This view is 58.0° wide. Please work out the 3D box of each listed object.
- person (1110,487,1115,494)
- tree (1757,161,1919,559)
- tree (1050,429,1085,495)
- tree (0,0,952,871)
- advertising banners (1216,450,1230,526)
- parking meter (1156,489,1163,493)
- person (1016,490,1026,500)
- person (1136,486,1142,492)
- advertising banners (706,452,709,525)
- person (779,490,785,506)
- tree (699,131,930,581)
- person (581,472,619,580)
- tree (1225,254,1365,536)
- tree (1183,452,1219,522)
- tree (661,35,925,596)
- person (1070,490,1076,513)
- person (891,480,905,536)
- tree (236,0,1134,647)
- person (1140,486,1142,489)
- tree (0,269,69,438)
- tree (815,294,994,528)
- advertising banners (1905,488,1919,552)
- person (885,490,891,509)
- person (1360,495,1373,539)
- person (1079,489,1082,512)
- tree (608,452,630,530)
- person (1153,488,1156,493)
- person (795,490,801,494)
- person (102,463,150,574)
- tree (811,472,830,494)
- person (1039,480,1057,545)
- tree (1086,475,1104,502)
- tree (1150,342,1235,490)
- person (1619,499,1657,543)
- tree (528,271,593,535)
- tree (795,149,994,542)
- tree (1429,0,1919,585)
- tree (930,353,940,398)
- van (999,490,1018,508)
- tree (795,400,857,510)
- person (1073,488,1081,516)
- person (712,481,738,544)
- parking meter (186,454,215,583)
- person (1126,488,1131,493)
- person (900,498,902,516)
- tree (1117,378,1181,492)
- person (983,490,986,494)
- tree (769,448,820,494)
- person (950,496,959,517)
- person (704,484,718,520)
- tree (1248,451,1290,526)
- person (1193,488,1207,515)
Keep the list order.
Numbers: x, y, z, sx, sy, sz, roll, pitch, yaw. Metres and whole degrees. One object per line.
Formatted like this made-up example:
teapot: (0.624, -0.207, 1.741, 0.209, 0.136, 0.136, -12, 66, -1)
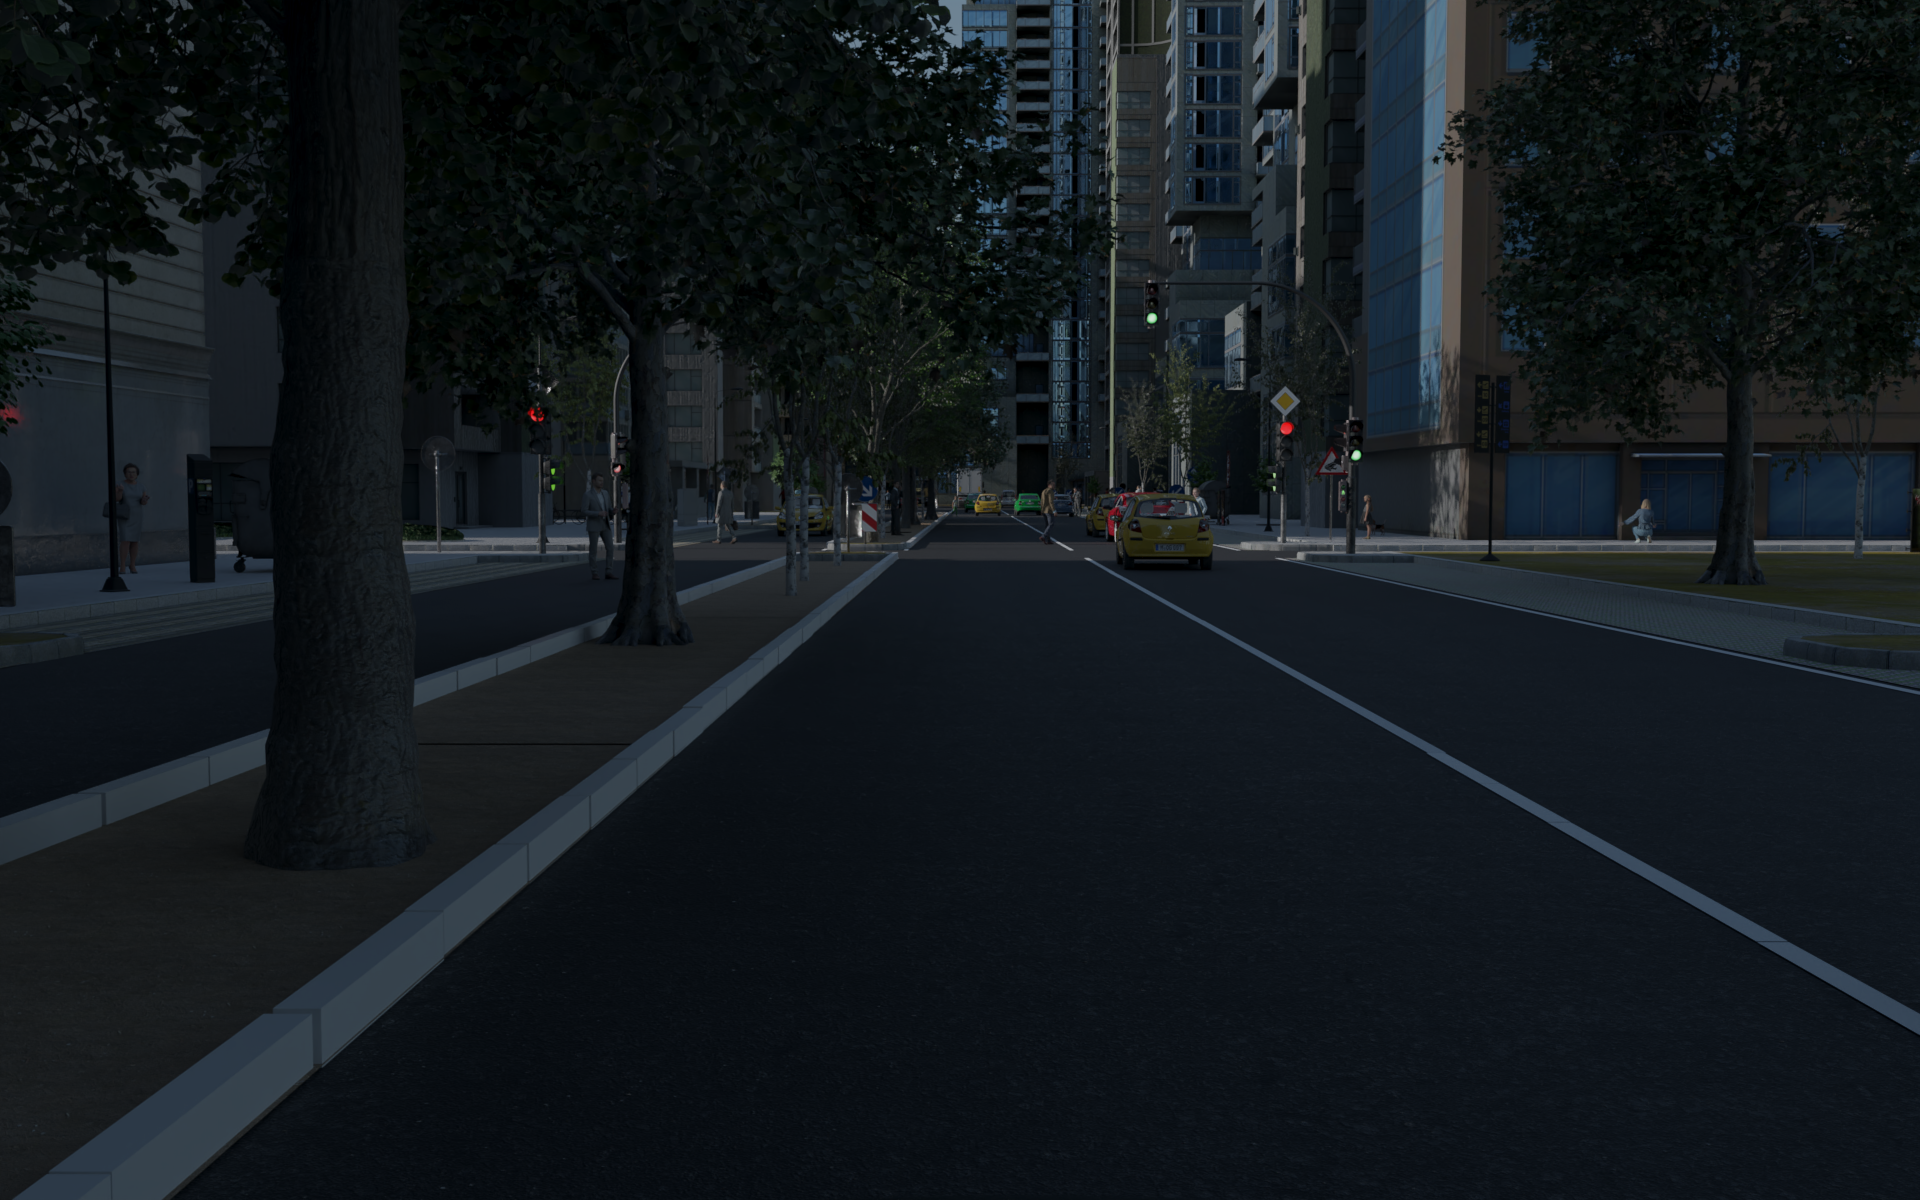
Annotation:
person: (6.117, -3.675, 69.596, 0.522, 1.701, 0.512, 2, 4, 27)
tree: (17.824, -5.137, 34.360, 4.360, 8.622, 3.978, 0, 3, 0)
tree: (12.067, -15.092, 197.115, 4.360, 8.622, 3.978, 0, 3, 0)
tree: (-2.478, -5.960, 6.562, 9.857, 13.997, 8.962, 0, 3, 0)
advertising banners: (10.627, -4.507, 69.880, 0.090, 3.025, 2.074, 0, 4, -5)
parking meter: (10.909, -5.271, 94.595, 0.372, 1.533, 0.369, 0, 3, 0)
person: (5.616, -8.924, 154.434, 1.348, 1.821, 0.705, 2, 4, 34)
person: (11.959, -6.661, 115.059, 0.679, 1.850, 0.850, -1, 4, -20)
advertising banners: (-10.620, -4.688, 72.844, 0.090, 3.025, 2.074, -1, 4, -9)
person: (-13.079, -7.526, 129.058, 1.348, 1.831, 0.705, 3, 5, 41)
tree: (-2.575, -4.625, 28.441, 4.360, 8.622, 3.978, 0, 3, 0)
person: (-5.990, -1.240, 28.969, 0.583, 1.804, 0.606, 3, 4, 36)
tree: (10.348, -6.238, 52.355, 4.360, 8.622, 3.978, 0, 3, 0)
tree: (10.946, -5.139, 78.630, 1.663, 3.219, 1.824, 0, 3, 0)
tree: (-2.331, -4.341, 23.800, 4.737, 8.622, 4.395, 0, 3, 0)
person: (8.644, -7.456, 131.126, 0.721, 1.735, 1.217, 3, 5, 39)
person: (-2.156, -3.166, 59.634, 0.474, 1.900, 0.648, 0, 4, -6)
tree: (-2.984, -5.930, 16.419, 9.611, 12.733, 9.660, 0, 3, 0)
person: (12.445, -6.918, 119.251, 0.767, 1.812, 0.694, 2, 4, 27)
tree: (-11.720, -2.162, 19.071, 4.285, 4.588, 4.351, 0, 3, 0)
tree: (-2.355, -9.254, 71.888, 7.486, 12.596, 7.792, 0, 3, 0)
advertising banners: (21.826, -2.544, 37.787, 2.074, 3.025, 0.090, 1, 4, 14)
person: (-6.962, -9.739, 167.718, 1.348, 1.826, 0.705, -2, 4, -27)
person: (11.537, -2.350, 49.131, 0.373, 1.253, 0.362, 1, 4, 20)
person: (9.392, -7.755, 135.433, 0.705, 1.807, 1.348, 0, 4, -4)
tree: (-11.898, -4.104, 61.707, 1.663, 3.219, 1.824, 0, 3, 0)
person: (13.956, -7.225, 124.887, 0.721, 1.736, 1.217, 2, 4, 24)
person: (-10.994, -6.843, 117.950, 0.660, 1.820, 0.620, -2, 4, -27)
person: (-13.371, -1.309, 27.796, 0.532, 1.782, 0.716, 3, 5, 44)
tree: (-10.677, -8.167, 128.132, 1.663, 3.219, 1.824, 0, 3, 0)
person: (2.513, -2.483, 49.001, 0.656, 1.842, 0.836, 2, 4, 32)
tree: (12.312, -9.992, 157.965, 1.663, 3.219, 1.824, 0, 3, 0)
tree: (10.918, -8.139, 83.432, 4.737, 8.622, 4.395, 0, 3, 0)
person: (17.821, -2.072, 45.425, 1.012, 1.151, 0.738, 1, 4, 9)
tree: (-11.742, -6.353, 54.238, 4.737, 8.622, 4.395, 0, 3, 0)
tree: (-2.372, -7.365, 48.627, 9.928, 11.665, 9.643, 0, 3, 0)
tree: (11.197, -6.579, 24.583, 9.611, 12.733, 9.660, 0, 3, 0)
tree: (-2.455, -4.991, 34.428, 4.360, 8.622, 3.978, 0, 3, 0)
van: (4.940, -10.291, 175.275, 2.013, 2.044, 4.112, 0, 4, 2)
tree: (-10.118, -12.618, 140.717, 7.601, 10.594, 8.767, 0, 4, 4)
person: (7.627, -6.400, 112.950, 0.447, 1.846, 0.655, -3, 5, -44)
person: (-6.771, -2.521, 49.814, 0.767, 1.812, 0.694, 2, 4, 35)
parking meter: (-10.992, -1.185, 25.085, 0.255, 1.863, 0.399, -3, 5, -42)
person: (12.577, -7.453, 128.577, 1.217, 1.739, 0.721, -2, 4, -32)
person: (-3.603, -6.194, 110.163, 0.834, 1.777, 0.661, 0, 4, 5)
tree: (11.641, -9.682, 108.671, 4.360, 8.622, 3.978, 0, 3, 0)
person: (2.739, -11.356, 193.800, 1.348, 1.869, 0.705, 2, 4, 24)
tree: (-10.569, -7.750, 110.433, 4.285, 4.588, 4.351, 0, 3, 0)
person: (-0.339, -5.981, 110.543, 0.590, 1.304, 0.306, 2, 4, 27)
person: (-12.500, -4.929, 86.987, 0.623, 1.781, 0.721, -2, 4, -28)
tree: (12.481, -4.649, 70.613, 1.663, 3.219, 1.824, 0, 3, 0)
person: (6.559, -2.303, 47.970, 0.330, 1.601, 0.589, -3, 5, -40)
